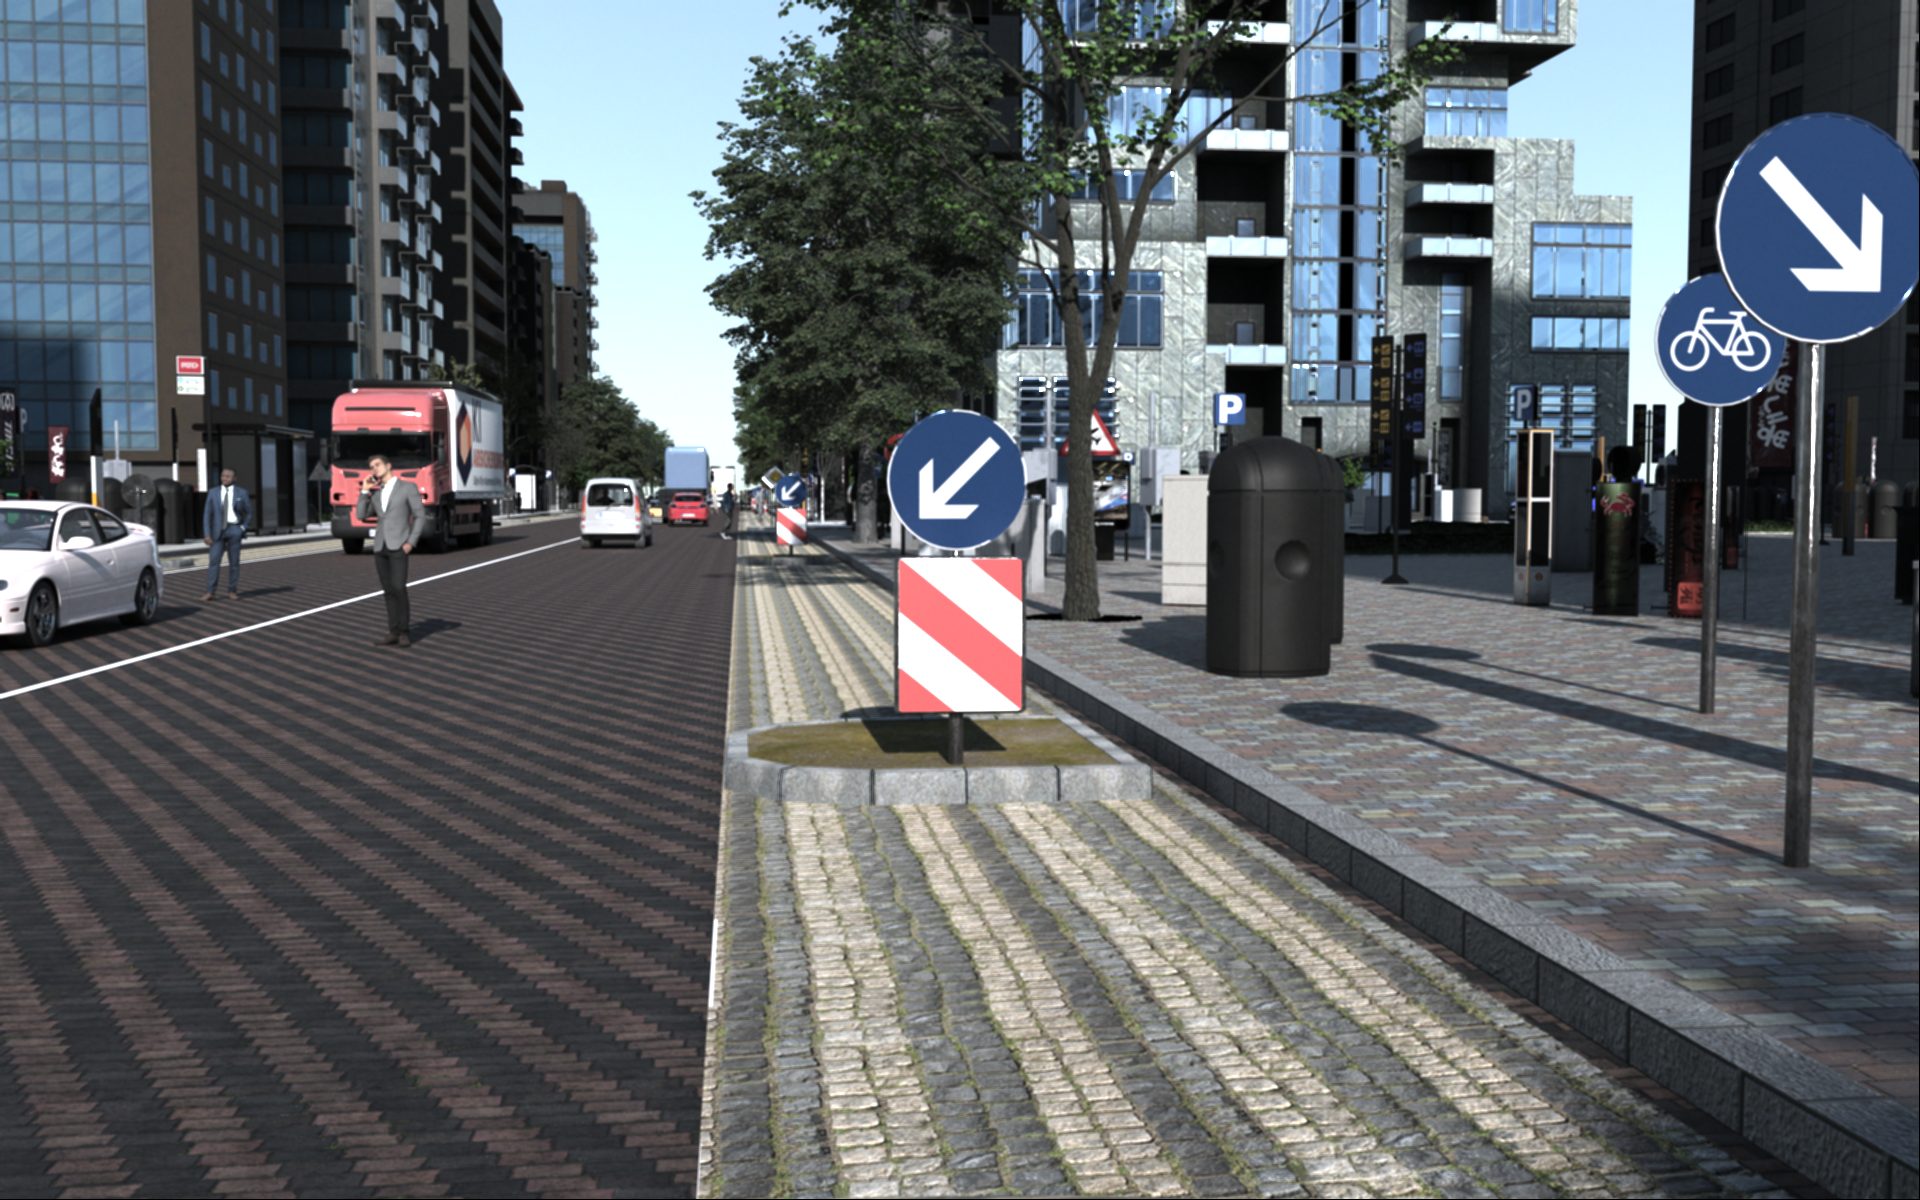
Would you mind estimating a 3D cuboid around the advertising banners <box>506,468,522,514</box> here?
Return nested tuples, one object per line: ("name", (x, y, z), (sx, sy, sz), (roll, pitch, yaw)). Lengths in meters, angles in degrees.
("advertising banners", (-29.548, -7.243, 114.610), (0.090, 3.025, 2.074), (-3, 5, -40))

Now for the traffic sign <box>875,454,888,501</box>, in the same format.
("traffic sign", (-2.673, -3.364, 55.102), (0.768, 2.556, 0.104), (0, 4, -6))

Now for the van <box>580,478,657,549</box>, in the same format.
("van", (-9.262, -2.436, 46.846), (2.013, 2.044, 4.112), (0, 4, -6))

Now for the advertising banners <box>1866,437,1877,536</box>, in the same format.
("advertising banners", (27.442, -3.443, 52.481), (0.090, 3.025, 2.074), (3, 5, 43))

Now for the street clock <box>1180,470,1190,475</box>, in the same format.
("street clock", (6.706, -2.911, 52.162), (0.471, 2.002, 0.358), (1, 4, 15))

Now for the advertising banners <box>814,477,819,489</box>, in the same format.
("advertising banners", (-7.309, -5.920, 92.985), (0.090, 3.025, 2.074), (-2, 4, -35))

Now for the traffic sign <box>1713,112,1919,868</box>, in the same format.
("traffic sign", (2.885, -0.354, 5.895), (0.768, 2.556, 0.104), (0, 4, -6))

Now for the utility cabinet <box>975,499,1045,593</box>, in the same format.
("utility cabinet", (0.644, -0.710, 22.778), (0.306, 1.237, 1.020), (-3, 5, -45))

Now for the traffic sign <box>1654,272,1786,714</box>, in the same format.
("traffic sign", (4.369, -0.608, 10.054), (0.768, 2.556, 0.104), (0, 4, -2))

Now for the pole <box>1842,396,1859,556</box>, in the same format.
("pole", (18.569, -2.586, 36.118), (0.158, 3.312, 0.155), (0, 3, 0))

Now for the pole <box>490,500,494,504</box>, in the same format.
("pole", (-30.868, -7.357, 114.131), (0.158, 3.312, 0.155), (0, 3, 0))

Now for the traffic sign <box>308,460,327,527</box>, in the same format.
("traffic sign", (-24.677, -4.083, 66.764), (0.884, 2.594, 0.081), (0, 4, -4))

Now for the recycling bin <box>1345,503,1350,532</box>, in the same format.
("recycling bin", (10.559, -2.234, 49.074), (0.722, 1.027, 0.722), (3, 5, 41))

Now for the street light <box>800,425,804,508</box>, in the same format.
("street light", (-8.604, -7.386, 93.540), (0.468, 5.910, 1.993), (0, 4, -7))

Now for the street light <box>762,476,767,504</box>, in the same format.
("street light", (-28.826, -17.138, 252.989), (0.468, 5.910, 1.993), (0, 4, -7))

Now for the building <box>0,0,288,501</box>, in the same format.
("building", (-40.510, -26.298, 80.082), (14.600, 45.320, 14.200), (0, 4, -7))

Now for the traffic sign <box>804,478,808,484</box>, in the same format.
("traffic sign", (-12.425, -8.484, 138.711), (0.884, 2.594, 0.081), (0, 4, 1))

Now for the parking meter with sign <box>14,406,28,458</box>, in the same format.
("parking meter with sign", (-19.475, -2.329, 34.343), (1.738, 3.016, 0.543), (-1, 4, -12))

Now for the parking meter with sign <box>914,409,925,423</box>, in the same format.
("parking meter with sign", (-0.021, -2.392, 35.367), (1.738, 3.016, 0.543), (-1, 4, -18))

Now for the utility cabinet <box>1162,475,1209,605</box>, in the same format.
("utility cabinet", (2.903, -0.675, 19.721), (1.173, 1.500, 0.318), (2, 4, 31))

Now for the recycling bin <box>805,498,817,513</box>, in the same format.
("recycling bin", (-10.281, -6.548, 119.618), (0.722, 1.027, 0.722), (-1, 4, -19))

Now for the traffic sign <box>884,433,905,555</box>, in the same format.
("traffic sign", (-1.193, -2.210, 36.247), (0.768, 2.556, 0.104), (0, 4, 2))

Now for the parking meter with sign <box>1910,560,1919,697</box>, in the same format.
("parking meter with sign", (6.687, -0.925, 11.388), (0.543, 3.016, 1.738), (3, 4, 39))

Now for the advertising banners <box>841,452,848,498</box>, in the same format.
("advertising banners", (-4.751, -4.725, 73.444), (0.090, 3.025, 2.074), (1, 4, 12))

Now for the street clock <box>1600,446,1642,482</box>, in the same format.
("street clock", (9.953, -1.311, 26.000), (0.358, 2.002, 0.471), (-2, 4, -24))

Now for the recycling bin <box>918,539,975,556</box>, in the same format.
("recycling bin", (-0.171, -0.886, 27.035), (0.722, 1.027, 0.722), (2, 4, 33))

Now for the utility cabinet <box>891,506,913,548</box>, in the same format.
("utility cabinet", (-1.402, -1.858, 41.539), (0.306, 1.237, 1.020), (1, 4, 13))

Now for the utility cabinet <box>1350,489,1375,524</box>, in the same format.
("utility cabinet", (16.762, -3.907, 72.564), (1.173, 1.500, 0.318), (2, 4, 35))

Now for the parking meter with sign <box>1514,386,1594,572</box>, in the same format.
("parking meter with sign", (10.007, -1.971, 28.481), (1.738, 3.016, 0.543), (-1, 4, -16))

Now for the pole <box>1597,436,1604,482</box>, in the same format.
("pole", (22.706, -4.133, 61.422), (0.158, 3.312, 0.155), (0, 3, 0))

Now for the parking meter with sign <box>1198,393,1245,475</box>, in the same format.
("parking meter with sign", (4.558, -2.117, 30.867), (0.543, 3.016, 1.738), (0, 4, -7))

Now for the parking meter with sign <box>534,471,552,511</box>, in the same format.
("parking meter with sign", (-30.896, -8.074, 128.276), (0.543, 3.016, 1.738), (1, 4, 20))

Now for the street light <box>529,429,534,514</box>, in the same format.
("street light", (-28.246, -8.651, 114.232), (0.468, 5.910, 1.993), (0, 4, -7))

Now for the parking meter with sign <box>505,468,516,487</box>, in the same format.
("parking meter with sign", (-30.801, -7.447, 118.019), (0.543, 3.016, 1.738), (-2, 4, -33))

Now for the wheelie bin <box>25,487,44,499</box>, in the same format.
("wheelie bin", (-39.296, -3.999, 73.296), (0.980, 1.594, 0.693), (-1, 4, -20))

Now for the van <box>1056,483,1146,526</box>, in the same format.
("van", (5.006, -3.578, 65.515), (4.112, 2.044, 2.013), (0, 4, -6))

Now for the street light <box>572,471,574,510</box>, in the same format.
("street light", (-31.871, -10.378, 142.473), (0.468, 5.910, 1.993), (0, 4, -7))

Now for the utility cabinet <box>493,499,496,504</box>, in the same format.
("utility cabinet", (-36.892, -7.756, 137.974), (1.020, 1.237, 0.306), (1, 4, 12))

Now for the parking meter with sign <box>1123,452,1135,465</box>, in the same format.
("parking meter with sign", (6.560, -4.618, 71.767), (0.543, 3.016, 1.738), (3, 4, 36))

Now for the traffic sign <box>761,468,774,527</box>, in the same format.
("traffic sign", (-7.400, -3.937, 68.017), (0.795, 2.450, 0.064), (0, 4, -7))

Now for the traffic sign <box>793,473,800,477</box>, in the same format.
("traffic sign", (-9.704, -6.276, 102.723), (0.768, 2.556, 0.104), (0, 4, -5))

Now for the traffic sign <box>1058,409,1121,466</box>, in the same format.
("traffic sign", (1.797, -1.473, 24.081), (0.884, 2.594, 0.081), (0, 3, 0))

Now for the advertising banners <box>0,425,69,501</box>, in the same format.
("advertising banners", (-23.602, -2.914, 43.833), (2.074, 3.025, 0.090), (-3, 5, -44))

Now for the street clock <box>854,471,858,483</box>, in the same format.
("street clock", (-2.919, -2.899, 51.975), (0.471, 2.002, 0.358), (1, 4, 10))

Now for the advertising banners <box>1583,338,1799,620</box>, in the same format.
("advertising banners", (7.550, -1.324, 17.828), (2.074, 3.025, 0.090), (2, 4, 25))

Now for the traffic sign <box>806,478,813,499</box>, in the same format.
("traffic sign", (-8.556, -6.167, 100.931), (0.768, 2.556, 0.104), (0, 4, -3))

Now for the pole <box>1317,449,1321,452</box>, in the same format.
("pole", (16.217, -5.167, 78.324), (0.158, 3.312, 0.155), (0, 3, 0))

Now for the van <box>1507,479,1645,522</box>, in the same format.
("van", (24.386, -3.931, 68.651), (5.245, 2.365, 2.240), (0, 4, -8))

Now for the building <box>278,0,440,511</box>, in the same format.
("building", (-47.782, -30.393, 116.541), (23.786, 49.044, 30.456), (0, 4, -7))

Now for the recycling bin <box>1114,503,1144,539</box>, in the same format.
("recycling bin", (4.805, -2.274, 49.740), (0.722, 1.027, 0.722), (-3, 4, -36))

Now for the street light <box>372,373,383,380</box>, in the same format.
("street light", (-22.263, -5.722, 66.335), (0.468, 5.910, 1.993), (0, 4, -7))

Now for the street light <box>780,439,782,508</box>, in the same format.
("street light", (-14.674, -10.350, 142.009), (0.468, 5.910, 1.993), (0, 4, -7))

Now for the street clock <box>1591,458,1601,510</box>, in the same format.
("street clock", (12.612, -1.839, 34.633), (0.358, 2.002, 0.471), (0, 4, -7))

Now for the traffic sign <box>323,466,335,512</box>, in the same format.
("traffic sign", (-24.048, -4.072, 66.576), (0.884, 2.594, 0.081), (0, 4, -2))

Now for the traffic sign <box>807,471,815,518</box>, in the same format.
("traffic sign", (-7.956, -5.757, 94.236), (0.768, 2.556, 0.104), (0, 4, -3))

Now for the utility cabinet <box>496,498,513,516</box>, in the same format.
("utility cabinet", (-26.497, -5.503, 101.137), (1.020, 1.237, 0.306), (3, 5, 42))

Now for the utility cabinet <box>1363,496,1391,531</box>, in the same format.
("utility cabinet", (14.700, -3.036, 60.800), (1.020, 1.237, 0.306), (0, 4, 1))

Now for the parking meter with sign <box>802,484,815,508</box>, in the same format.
("parking meter with sign", (-11.889, -8.532, 135.760), (0.543, 3.016, 1.738), (-3, 5, -43))

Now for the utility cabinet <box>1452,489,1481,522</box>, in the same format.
("utility cabinet", (20.966, -3.853, 71.682), (1.173, 1.500, 0.318), (-1, 4, -16))
